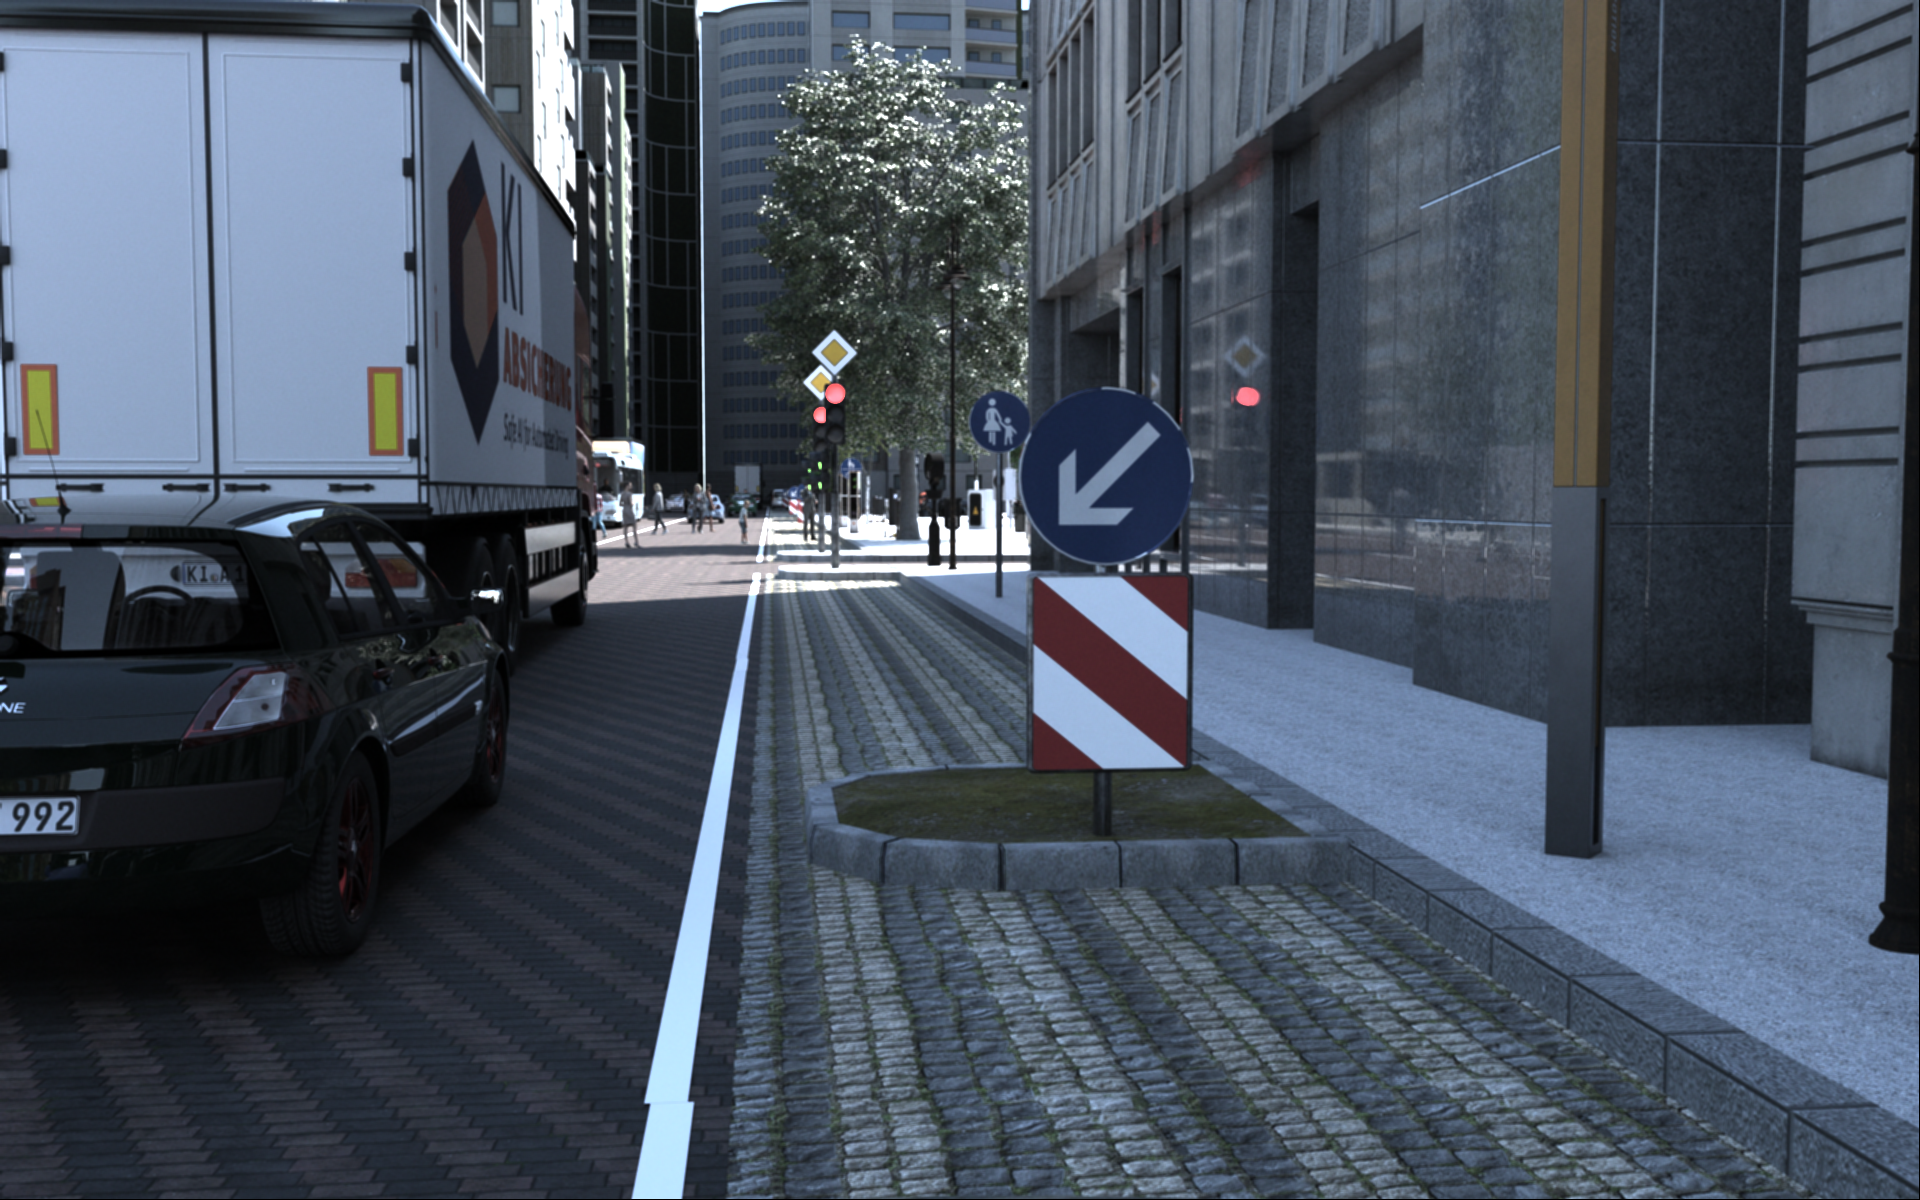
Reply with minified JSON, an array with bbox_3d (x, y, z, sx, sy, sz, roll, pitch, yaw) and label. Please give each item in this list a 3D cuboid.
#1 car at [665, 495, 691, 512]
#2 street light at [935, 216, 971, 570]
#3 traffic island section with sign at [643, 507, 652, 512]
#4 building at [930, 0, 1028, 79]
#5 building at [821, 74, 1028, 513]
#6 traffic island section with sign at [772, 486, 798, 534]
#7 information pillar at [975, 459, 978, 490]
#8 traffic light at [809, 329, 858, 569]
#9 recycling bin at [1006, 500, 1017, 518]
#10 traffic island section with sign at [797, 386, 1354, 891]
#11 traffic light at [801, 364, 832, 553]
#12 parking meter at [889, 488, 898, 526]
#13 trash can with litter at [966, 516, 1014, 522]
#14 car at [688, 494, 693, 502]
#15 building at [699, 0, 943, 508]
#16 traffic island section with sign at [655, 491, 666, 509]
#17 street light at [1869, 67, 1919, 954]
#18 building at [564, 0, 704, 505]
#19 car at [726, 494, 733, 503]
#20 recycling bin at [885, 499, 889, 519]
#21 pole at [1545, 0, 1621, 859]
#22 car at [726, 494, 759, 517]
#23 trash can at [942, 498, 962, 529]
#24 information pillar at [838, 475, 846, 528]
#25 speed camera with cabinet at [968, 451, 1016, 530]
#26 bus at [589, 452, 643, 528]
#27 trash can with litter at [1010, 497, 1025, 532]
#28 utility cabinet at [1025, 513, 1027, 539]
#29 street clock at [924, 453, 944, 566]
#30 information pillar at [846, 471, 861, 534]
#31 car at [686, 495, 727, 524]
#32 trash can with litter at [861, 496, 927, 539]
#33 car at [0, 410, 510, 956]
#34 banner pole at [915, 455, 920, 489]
[{"bbox_3d":[-22.679,-7.772,139.440,2.083,1.381,4.827,0,4,-6],"label":"car"},{"bbox_3d":[-0.123,-3.448,29.166,0.468,5.910,1.993,0,4,-6],"label":"street light"},{"bbox_3d":[-25.778,-7.928,138.251,1.989,1.847,2.006,0,4,-6],"label":"traffic island section with sign"},{"bbox_3d":[11.731,-40.854,209.956,28.212,58.520,21.231,0,4,-6],"label":"building"},{"bbox_3d":[-2.322,-21.521,123.572,14.160,30.474,14.107,0,4,-6],"label":"building"},{"bbox_3d":[-5.695,-3.296,62.514,1.989,1.847,2.006,0,4,-6],"label":"traffic island section with sign"},{"bbox_3d":[1.009,-7.058,106.757,0.183,3.616,0.504,1,4,18],"label":"information pillar"},{"bbox_3d":[-2.163,-2.493,29.687,0.839,4.253,0.868,0,4,-6],"label":"traffic light"},{"bbox_3d":[2.868,-5.017,94.580,0.722,1.027,0.722,0,4,-2],"label":"recycling bin"},{"bbox_3d":[0.357,0.089,7.178,1.989,1.847,2.006,0,4,-6],"label":"traffic island section with sign"},{"bbox_3d":[-3.031,-2.979,37.625,0.839,4.253,0.868,0,4,-6],"label":"traffic light"},{"bbox_3d":[-2.721,-3.797,70.487,0.372,1.533,0.369,0,3,0],"label":"parking meter"},{"bbox_3d":[1.087,-4.218,80.017,1.678,1.210,2.233,3,5,41],"label":"trash can with litter"},{"bbox_3d":[-28.109,-10.500,181.901,2.015,1.641,3.980,0,4,-4],"label":"car"},{"bbox_3d":[-16.380,-40.642,206.495,28.212,58.520,21.231,0,4,-6],"label":"building"},{"bbox_3d":[-28.758,-9.597,165.534,1.989,1.847,2.006,0,4,-6],"label":"traffic island section with sign"},{"bbox_3d":[2.680,-1.954,4.734,0.468,5.910,1.993,0,4,-6],"label":"street light"},{"bbox_3d":[-41.018,-46.776,203.036,20.611,71.187,20.563,0,4,-6],"label":"building"},{"bbox_3d":[-22.267,-9.918,172.388,2.015,1.641,3.980,0,4,-7],"label":"car"},{"bbox_3d":[-3.416,-4.751,90.232,0.722,1.027,0.722,3,5,43],"label":"recycling bin"},{"bbox_3d":[2.193,-0.749,6.089,0.158,3.312,0.155,0,3,0],"label":"pole"},{"bbox_3d":[-13.852,-6.023,110.269,2.131,1.459,4.920,0,4,-6],"label":"car"},{"bbox_3d":[-0.280,-3.145,63.077,0.748,1.137,0.748,0,3,0],"label":"trash can"},{"bbox_3d":[-4.421,-3.733,65.523,0.304,2.012,0.304,-2,4,-28],"label":"information pillar"},{"bbox_3d":[1.139,-4.176,62.606,0.660,3.252,2.038,-3,5,-41],"label":"speed camera with cabinet"},{"bbox_3d":[-15.608,-4.912,75.168,2.948,3.499,13.247,0,4,-6],"label":"bus"},{"bbox_3d":[2.248,-2.834,57.730,1.055,1.170,0.624,-1,4,-18],"label":"trash can with litter"},{"bbox_3d":[2.368,-2.444,48.638,1.173,1.500,0.318,-3,4,-38],"label":"utility cabinet"},{"bbox_3d":[-0.459,-1.607,30.853,0.358,2.002,0.471,-1,4,-20],"label":"street clock"},{"bbox_3d":[-3.409,-3.161,56.180,0.304,2.012,0.304,1,4,13],"label":"information pillar"},{"bbox_3d":[-12.535,-4.499,85.556,2.014,1.417,4.499,0,4,-7],"label":"car"},{"bbox_3d":[-1.690,-2.424,50.694,1.678,1.210,2.233,-2,4,-25],"label":"trash can with litter"},{"bbox_3d":[-2.859,0.190,6.687,2.009,1.686,4.222,0,4,-6],"label":"car"},{"bbox_3d":[-2.679,-6.563,97.328,0.863,3.779,0.401,-1,4,-12],"label":"banner pole"}]
